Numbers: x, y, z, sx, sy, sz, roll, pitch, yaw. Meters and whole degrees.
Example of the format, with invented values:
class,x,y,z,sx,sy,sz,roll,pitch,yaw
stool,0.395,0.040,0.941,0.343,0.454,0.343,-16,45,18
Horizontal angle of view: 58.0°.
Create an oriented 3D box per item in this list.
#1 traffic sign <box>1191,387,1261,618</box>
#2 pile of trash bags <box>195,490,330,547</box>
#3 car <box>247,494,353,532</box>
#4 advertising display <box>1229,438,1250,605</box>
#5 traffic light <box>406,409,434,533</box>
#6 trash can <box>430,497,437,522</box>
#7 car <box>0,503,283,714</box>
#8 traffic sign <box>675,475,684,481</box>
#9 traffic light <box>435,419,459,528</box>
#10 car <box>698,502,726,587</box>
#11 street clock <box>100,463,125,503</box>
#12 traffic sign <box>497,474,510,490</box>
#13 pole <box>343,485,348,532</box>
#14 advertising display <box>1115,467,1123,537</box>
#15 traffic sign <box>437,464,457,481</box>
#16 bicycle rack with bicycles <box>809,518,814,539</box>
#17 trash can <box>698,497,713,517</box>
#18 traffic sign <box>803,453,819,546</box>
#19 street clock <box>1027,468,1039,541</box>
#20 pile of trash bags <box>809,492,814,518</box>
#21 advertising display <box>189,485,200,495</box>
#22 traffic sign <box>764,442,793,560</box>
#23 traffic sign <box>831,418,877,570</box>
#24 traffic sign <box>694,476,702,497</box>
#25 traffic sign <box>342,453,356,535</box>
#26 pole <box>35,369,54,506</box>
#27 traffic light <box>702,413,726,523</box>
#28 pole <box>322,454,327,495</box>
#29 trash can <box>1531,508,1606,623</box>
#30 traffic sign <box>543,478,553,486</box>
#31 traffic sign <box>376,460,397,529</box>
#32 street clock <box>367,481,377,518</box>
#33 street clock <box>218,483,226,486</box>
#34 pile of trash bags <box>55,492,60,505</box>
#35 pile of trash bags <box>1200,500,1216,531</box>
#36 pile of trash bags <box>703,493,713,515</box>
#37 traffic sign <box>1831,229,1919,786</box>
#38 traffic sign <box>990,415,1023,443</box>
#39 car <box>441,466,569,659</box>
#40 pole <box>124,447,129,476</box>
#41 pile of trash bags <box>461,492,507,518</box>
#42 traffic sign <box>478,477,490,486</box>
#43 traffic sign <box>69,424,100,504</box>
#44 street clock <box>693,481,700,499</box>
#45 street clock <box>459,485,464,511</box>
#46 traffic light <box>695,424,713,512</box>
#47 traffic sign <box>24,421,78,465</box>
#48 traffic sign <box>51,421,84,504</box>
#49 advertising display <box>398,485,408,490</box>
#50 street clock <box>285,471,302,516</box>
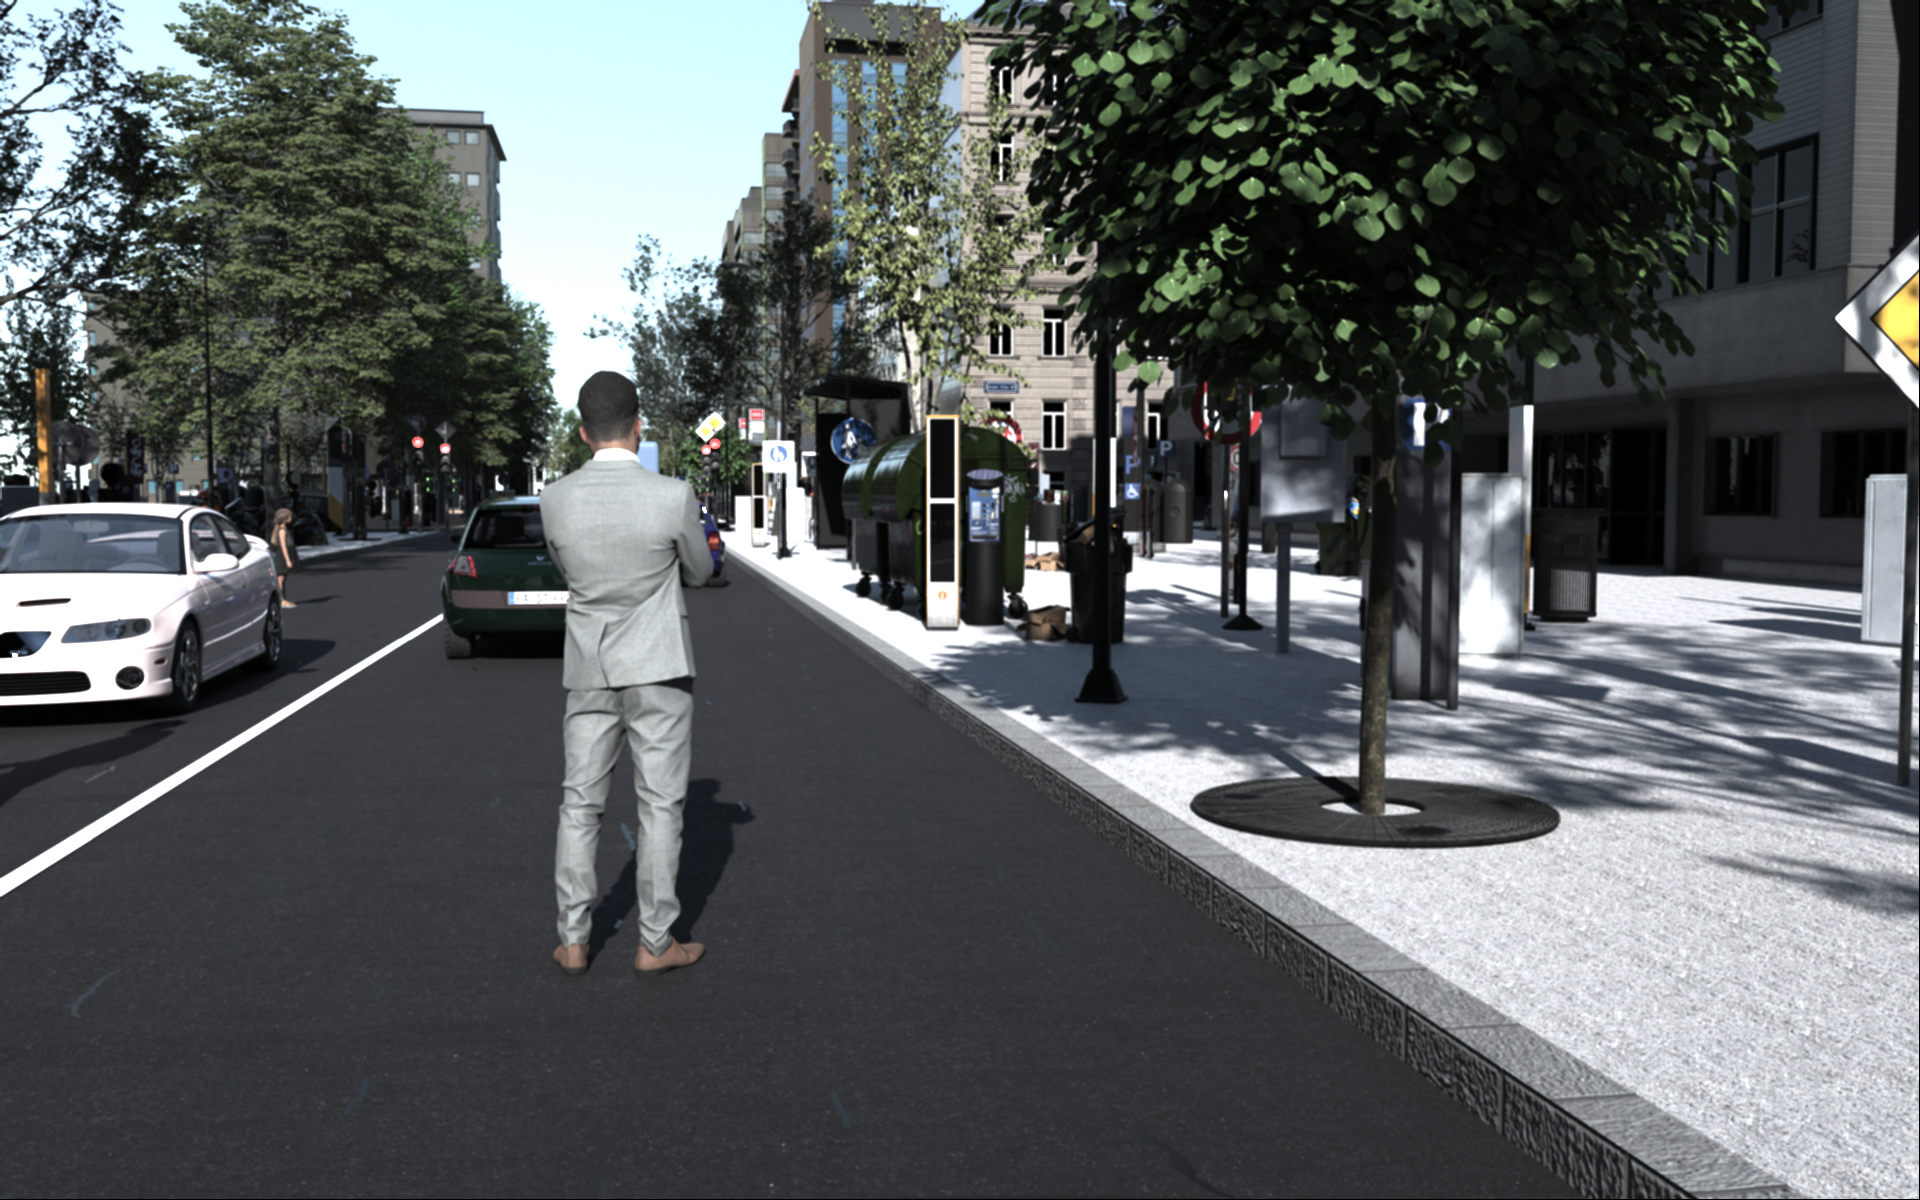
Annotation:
class,x,y,z,sx,sy,sz,roll,pitch,yaw
traffic sign,2.750,-1.090,17.922,0.768,2.556,0.104,0,4,-2
pile of trash bags,-17.018,-1.959,41.784,1.912,1.369,3.447,1,4,22
car,-23.616,-3.132,60.997,4.222,1.686,2.009,-1,4,-10
advertising display,3.245,-0.927,20.374,0.123,1.923,0.974,0,4,-2
traffic light,-17.789,-4.168,57.075,0.839,4.253,0.868,-1,4,-10
trash can,-23.953,-4.142,79.378,0.748,1.137,0.748,0,3,0
car,-6.231,-0.016,12.619,2.083,1.381,4.827,-1,4,-11
traffic sign,-19.122,-7.214,118.052,0.768,2.556,0.104,-1,4,-9
traffic light,-19.235,-4.649,64.928,0.839,4.253,0.868,-1,4,-10
car,-4.701,-0.929,27.768,1.945,1.354,3.894,-1,4,-11
street clock,-19.674,-2.183,40.255,0.471,2.002,0.358,0,4,2
traffic sign,-28.254,-6.555,107.285,0.768,2.556,0.104,0,4,-6
pole,-20.410,-3.890,57.451,0.158,3.312,0.155,0,3,0
advertising display,3.935,-2.214,41.410,0.974,1.923,0.123,-2,4,-35
traffic sign,-20.280,-4.183,68.496,0.768,2.556,0.104,-1,4,-9
bicycle rack with bicycles,-3.230,-2.195,49.271,2.852,0.926,2.925,2,4,34
trash can,-12.333,-4.424,83.979,0.748,1.137,0.748,0,3,0
traffic sign,-3.570,-2.469,42.498,0.606,2.300,0.079,0,4,-3
street clock,1.983,-2.618,47.372,0.358,2.002,0.471,-1,4,-12
pile of trash bags,-8.388,-5.237,95.384,1.912,1.369,3.447,0,4,7
advertising display,-53.778,-7.126,121.722,0.974,1.923,0.123,2,4,29
traffic sign,-3.524,-1.929,33.674,0.606,2.300,0.079,-1,4,-10
traffic sign,-1.788,-1.782,29.243,0.768,2.556,0.104,0,4,-4
traffic sign,-12.949,-5.299,86.748,0.768,2.556,0.104,0,4,-8
traffic sign,-19.047,-3.273,53.618,0.768,2.556,0.104,0,4,-3
pole,-14.949,-2.108,28.316,0.158,3.312,0.155,0,3,0
traffic light,-8.339,-4.275,58.825,0.839,4.253,0.868,-1,4,-10
pole,-32.635,-5.816,88.935,0.158,3.312,0.155,0,3,0
trash can,6.079,-0.351,17.395,0.748,1.137,0.748,0,3,0
traffic sign,-33.046,-8.495,139.002,0.768,2.556,0.104,0,4,-2
traffic sign,-21.280,-3.925,64.283,0.768,2.556,0.104,0,4,-2
street clock,-31.512,-5.398,92.832,0.471,2.002,0.358,-3,5,-44
street clock,-47.979,-6.612,112.672,0.471,2.002,0.358,1,4,8
pile of trash bags,-39.976,-4.051,75.994,1.912,1.369,3.447,-3,4,-38
pile of trash bags,9.314,-3.113,60.654,1.912,1.369,3.447,1,4,16
pile of trash bags,-16.374,-6.755,120.197,1.912,1.369,3.447,1,4,20
traffic sign,4.158,-0.390,7.566,0.795,2.450,0.064,0,4,-2
traffic sign,0.615,-1.687,27.681,0.768,2.556,0.104,0,4,-7
car,-3.894,-0.413,16.532,2.009,1.686,4.222,-1,4,-10
pole,-36.334,-4.999,75.582,0.158,3.312,0.155,0,3,0
pile of trash bags,-25.668,-5.171,94.299,3.447,1.369,1.912,3,5,43
traffic sign,-34.110,-7.587,124.149,0.768,2.556,0.104,-1,4,-10
traffic sign,-16.034,-1.920,31.502,0.768,2.556,0.104,-1,4,-9
street clock,-12.409,-4.707,81.522,0.358,2.002,0.471,1,4,8
street clock,-38.180,-7.840,132.754,0.358,2.002,0.471,2,4,28
traffic light,-9.785,-4.756,66.678,0.839,4.253,0.868,-1,4,-10
traffic sign,-15.994,-1.865,30.490,0.884,2.594,0.081,0,4,-6
traffic sign,-15.574,-1.831,30.037,0.768,2.556,0.104,0,4,-3
advertising display,-40.759,-7.436,126.789,0.974,1.923,0.123,2,4,31
street clock,-20.733,-3.021,53.958,0.358,2.002,0.471,2,4,28
